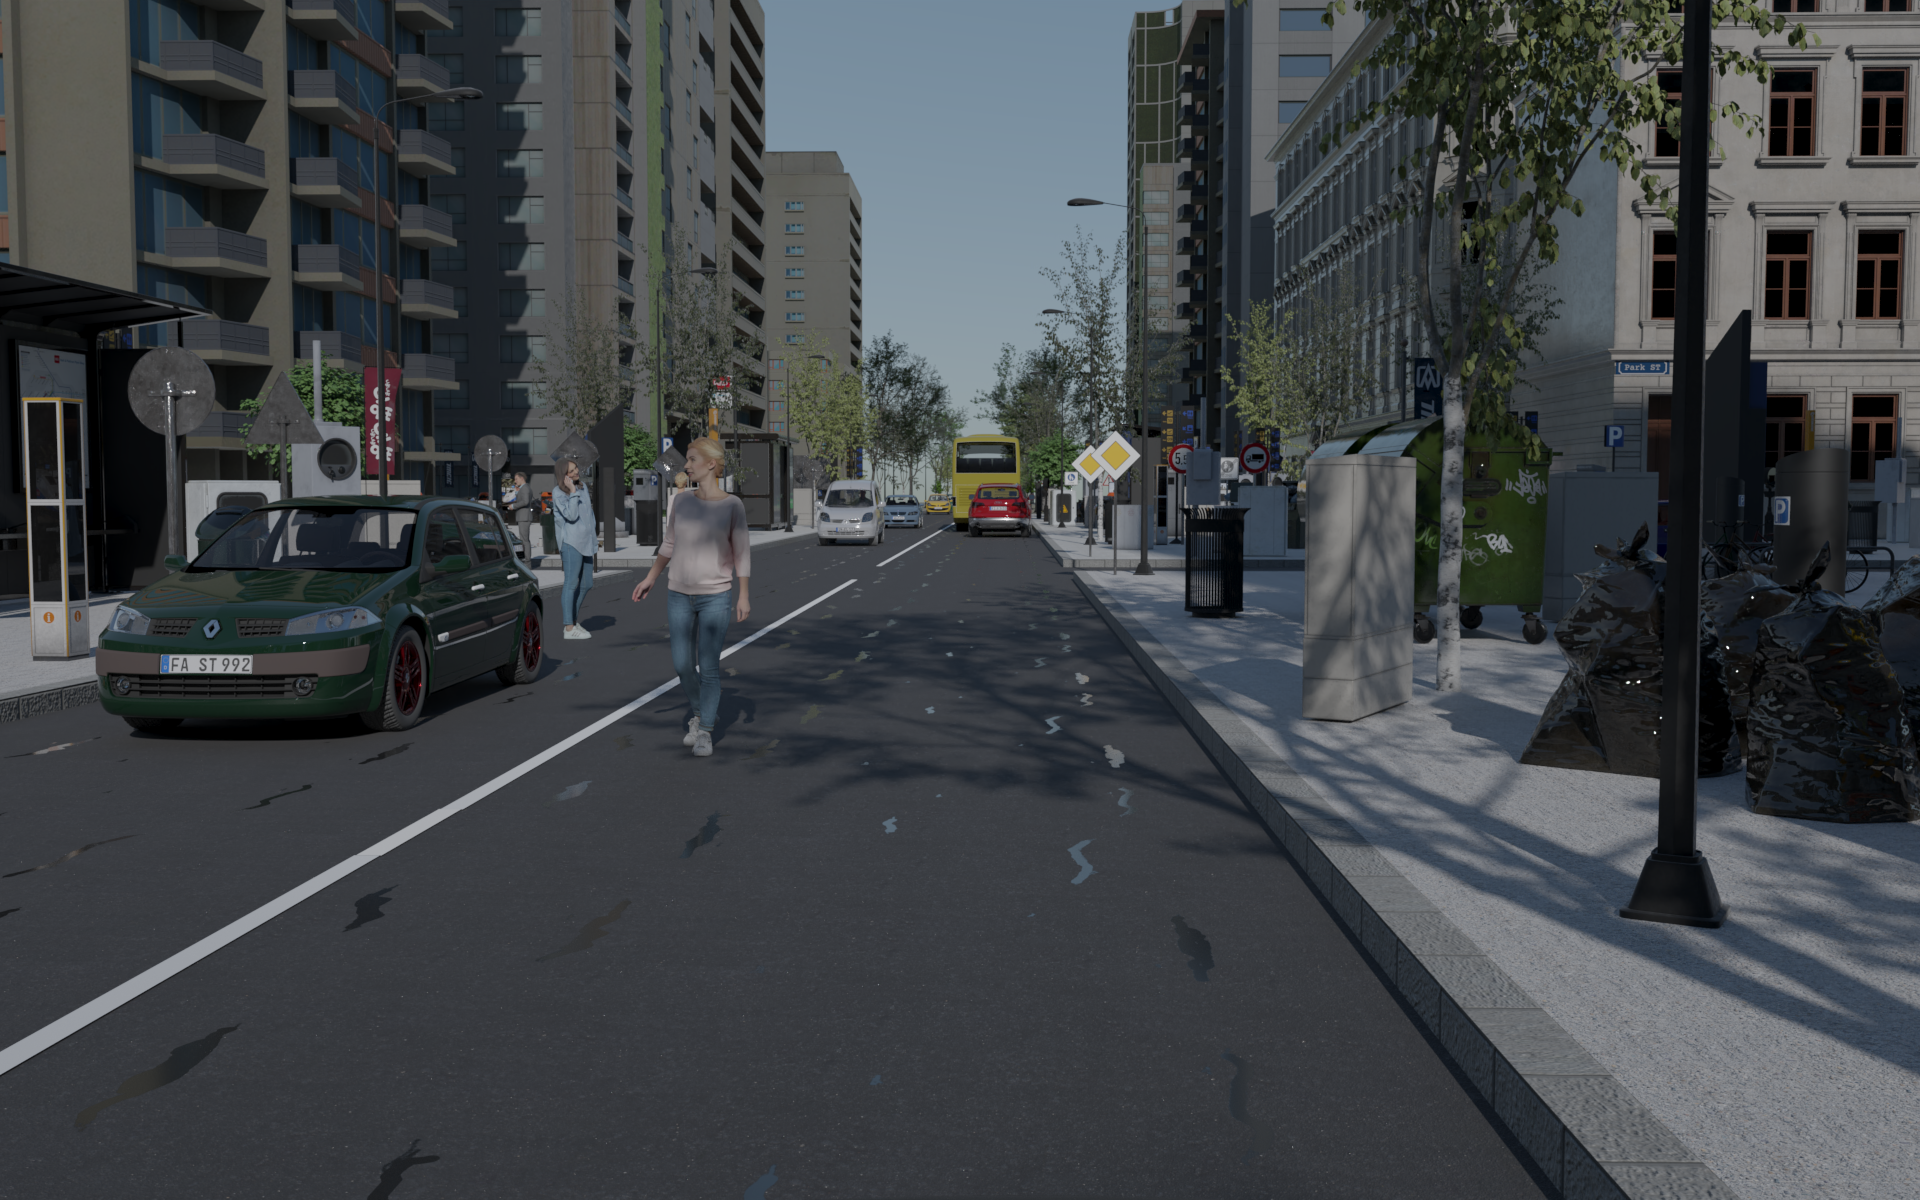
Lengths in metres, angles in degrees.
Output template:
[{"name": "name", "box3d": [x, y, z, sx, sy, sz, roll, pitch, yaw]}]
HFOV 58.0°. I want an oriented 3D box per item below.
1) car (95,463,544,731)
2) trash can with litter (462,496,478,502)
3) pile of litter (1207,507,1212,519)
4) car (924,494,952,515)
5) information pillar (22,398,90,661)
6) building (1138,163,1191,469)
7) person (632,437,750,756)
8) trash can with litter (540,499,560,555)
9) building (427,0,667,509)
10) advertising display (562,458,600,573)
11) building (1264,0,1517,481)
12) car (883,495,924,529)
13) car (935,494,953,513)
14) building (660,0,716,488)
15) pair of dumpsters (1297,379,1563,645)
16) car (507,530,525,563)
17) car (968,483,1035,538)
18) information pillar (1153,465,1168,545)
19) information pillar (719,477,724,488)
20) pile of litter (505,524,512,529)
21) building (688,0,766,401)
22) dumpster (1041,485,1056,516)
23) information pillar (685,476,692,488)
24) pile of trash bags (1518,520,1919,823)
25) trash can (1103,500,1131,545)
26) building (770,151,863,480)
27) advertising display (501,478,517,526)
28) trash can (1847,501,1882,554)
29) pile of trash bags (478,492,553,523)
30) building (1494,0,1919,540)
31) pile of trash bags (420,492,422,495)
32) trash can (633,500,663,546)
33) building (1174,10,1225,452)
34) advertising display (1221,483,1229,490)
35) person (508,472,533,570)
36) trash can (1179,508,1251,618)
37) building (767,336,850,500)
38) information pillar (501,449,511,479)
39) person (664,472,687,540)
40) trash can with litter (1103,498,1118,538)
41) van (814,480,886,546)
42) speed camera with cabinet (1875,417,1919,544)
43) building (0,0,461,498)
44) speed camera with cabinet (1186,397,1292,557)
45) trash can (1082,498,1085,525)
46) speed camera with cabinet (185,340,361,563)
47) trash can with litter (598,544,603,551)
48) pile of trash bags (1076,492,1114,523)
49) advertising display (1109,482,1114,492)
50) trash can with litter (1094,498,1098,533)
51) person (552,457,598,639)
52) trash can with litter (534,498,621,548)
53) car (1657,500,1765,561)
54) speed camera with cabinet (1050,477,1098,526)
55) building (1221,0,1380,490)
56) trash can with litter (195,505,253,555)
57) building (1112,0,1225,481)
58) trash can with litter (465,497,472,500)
[{"name": "car", "box3d": [-4.126, -0.118, 11.723, 2.009, 1.686, 4.222, 0, 4, 3]}, {"name": "trash can with litter", "box3d": [-13.907, -2.415, 50.536, 2.233, 1.210, 1.678, -1, 4, -21]}, {"name": "pile of litter", "box3d": [8.144, -2.751, 58.948, 1.176, 0.858, 1.719, 0, 4, 5]}, {"name": "car", "box3d": [-1.520, -6.835, 121.975, 2.015, 1.641, 3.980, 0, 4, 0]}, {"name": "information pillar", "box3d": [-6.968, -0.543, 13.368, 0.304, 2.012, 0.304, 0, 4, 4]}, {"name": "building", "box3d": [29.275, -32.589, 216.432, 14.154, 41.232, 14.086, 0, 4, 1]}, {"name": "person", "box3d": [-1.477, -0.030, 9.664, 0.731, 1.740, 0.598, 0, 4, 7]}, {"name": "trash can with litter", "box3d": [-8.380, -1.554, 36.790, 1.055, 1.170, 0.624, 0, 4, -1]}, {"name": "building", "box3d": [-25.606, -25.547, 101.296, 14.154, 41.232, 14.086, 0, 4, 1]}, {"name": "advertising display", "box3d": [-6.256, -1.418, 28.406, 0.974, 1.923, 0.123, 3, 5, 41]}, {"name": "building", "box3d": [27.157, -19.041, 87.735, 17.030, 29.872, 44.131, 0, 4, 1]}, {"name": "car", "box3d": [-2.501, -3.756, 73.419, 2.014, 1.417, 4.499, 0, 4, 1]}, {"name": "car", "box3d": [-0.962, -7.540, 135.079, 2.131, 1.459, 4.920, 0, 4, 2]}, {"name": "building", "box3d": [-32.771, -32.729, 124.358, 28.713, 52.752, 27.495, 0, 4, 1]}, {"name": "pair of dumpsters", "box3d": [4.418, -0.872, 16.755, 1.574, 2.255, 4.437, 0, 4, 1]}, {"name": "car", "box3d": [-9.815, -1.264, 30.451, 4.222, 1.686, 2.009, 0, 4, 3]}, {"name": "car", "box3d": [1.391, -3.060, 58.708, 2.281, 1.827, 5.304, 0, 4, 3]}, {"name": "information pillar", "box3d": [5.044, -2.388, 43.531, 0.304, 2.012, 0.304, -1, 4, -9]}, {"name": "information pillar", "box3d": [-12.683, -6.161, 92.079, 0.183, 3.616, 0.504, -3, 4, -36]}, {"name": "pile of litter", "box3d": [-17.194, -2.993, 62.908, 1.719, 0.858, 1.176, 0, 4, -4]}, {"name": "building", "box3d": [-28.714, -32.122, 148.890, 21.300, 48.544, 21.600, 0, 4, 1]}, {"name": "dumpster", "box3d": [5.028, -5.641, 97.984, 1.264, 1.857, 1.865, 0, 4, 1]}, {"name": "information pillar", "box3d": [-11.303, -4.063, 70.929, 0.304, 2.012, 0.304, -2, 4, -28]}, {"name": "pile of trash bags", "box3d": [4.004, 0.152, 7.274, 1.912, 1.369, 3.447, -1, 4, -20]}, {"name": "trash can", "box3d": [3.986, -1.979, 44.016, 0.748, 1.137, 0.748, 0, 3, 0]}, {"name": "building", "box3d": [-25.475, -38.182, 247.972, 21.300, 48.544, 21.600, 0, 4, 1]}, {"name": "advertising display", "box3d": [-18.107, -3.964, 70.019, 0.974, 1.923, 0.123, 1, 4, 22]}, {"name": "trash can", "box3d": [19.265, -1.550, 37.001, 0.748, 1.137, 0.748, 0, 3, 0]}, {"name": "pile of trash bags", "box3d": [-22.385, -4.690, 86.432, 3.447, 1.369, 1.912, 0, 4, 8]}, {"name": "building", "box3d": [28.329, -13.265, 53.033, 21.152, 22.565, 11.583, 0, 4, 1]}, {"name": "pile of trash bags", "box3d": [-16.812, -2.735, 54.462, 1.912, 1.369, 3.447, -2, 4, -30]}, {"name": "trash can", "box3d": [-7.665, -1.895, 42.635, 0.748, 1.137, 0.748, 0, 3, 0]}, {"name": "building", "box3d": [31.182, -30.726, 157.001, 22.147, 44.769, 28.867, 0, 4, 1]}, {"name": "advertising display", "box3d": [14.767, -5.698, 98.375, 0.974, 1.923, 0.123, 1, 4, 11]}, {"name": "person", "box3d": [-8.311, -1.497, 32.778, 0.447, 1.846, 0.655, -1, 4, -12]}, {"name": "trash can", "box3d": [2.653, -0.393, 18.071, 0.748, 1.137, 0.748, 0, 3, 0]}, {"name": "building", "box3d": [-29.247, -23.159, 223.685, 27.650, 21.520, 28.899, 0, 4, 1]}, {"name": "information pillar", "box3d": [-23.373, -5.988, 89.263, 0.504, 3.616, 0.183, -1, 4, -21]}, {"name": "person", "box3d": [-3.735, -0.931, 24.395, 0.598, 1.740, 0.731, 3, 5, 42]}, {"name": "trash can with litter", "box3d": [4.742, -2.403, 50.671, 1.055, 1.170, 0.624, 2, 4, 24]}, {"name": "van", "box3d": [-3.066, -2.578, 49.169, 2.013, 2.044, 4.112, 0, 4, 1]}, {"name": "speed camera with cabinet", "box3d": [24.564, -3.119, 45.325, 0.660, 3.252, 2.038, 3, 5, 45]}, {"name": "building", "box3d": [-32.498, -25.131, 65.523, 22.147, 44.769, 28.867, 0, 4, 1]}, {"name": "speed camera with cabinet", "box3d": [5.698, -2.523, 35.587, 2.038, 3.252, 0.660, 1, 4, 13]}, {"name": "trash can", "box3d": [5.197, -3.491, 68.731, 0.748, 1.137, 0.748, 0, 3, 0]}, {"name": "speed camera with cabinet", "box3d": [-8.613, -1.679, 21.780, 0.660, 3.252, 2.038, 3, 5, 42]}, {"name": "trash can with litter", "box3d": [-8.624, -1.688, 38.989, 0.624, 1.170, 1.055, 3, 5, 41]}, {"name": "pile of trash bags", "box3d": [6.285, -4.188, 78.225, 1.912, 1.369, 3.447, 2, 4, 29]}, {"name": "advertising display", "box3d": [8.256, -5.227, 90.677, 0.974, 1.923, 0.123, 1, 4, 22]}, {"name": "trash can with litter", "box3d": [4.883, -2.725, 55.933, 1.055, 1.170, 0.624, -1, 4, -9]}, {"name": "person", "box3d": [-3.835, -0.515, 17.179, 0.793, 1.790, 0.793, -1, 4, -15]}, {"name": "trash can with litter", "box3d": [-9.457, -1.916, 42.391, 2.233, 1.210, 1.678, 0, 4, -7]}, {"name": "car", "box3d": [12.482, -1.169, 31.690, 3.894, 1.354, 1.945, 0, 4, 2]}, {"name": "speed camera with cabinet", "box3d": [4.722, -4.667, 70.639, 2.038, 3.252, 0.660, -1, 4, -10]}, {"name": "building", "box3d": [30.145, -35.848, 128.113, 21.231, 58.520, 28.212, 0, 4, 1]}, {"name": "trash can with litter", "box3d": [-7.053, -0.318, 16.579, 0.624, 1.170, 1.055, 0, 4, 0]}, {"name": "building", "box3d": [33.432, -50.067, 256.853, 20.563, 71.187, 20.611, 0, 4, 1]}, {"name": "trash can with litter", "box3d": [-20.053, -3.687, 71.663, 0.624, 1.170, 1.055, 3, 4, 37]}]
